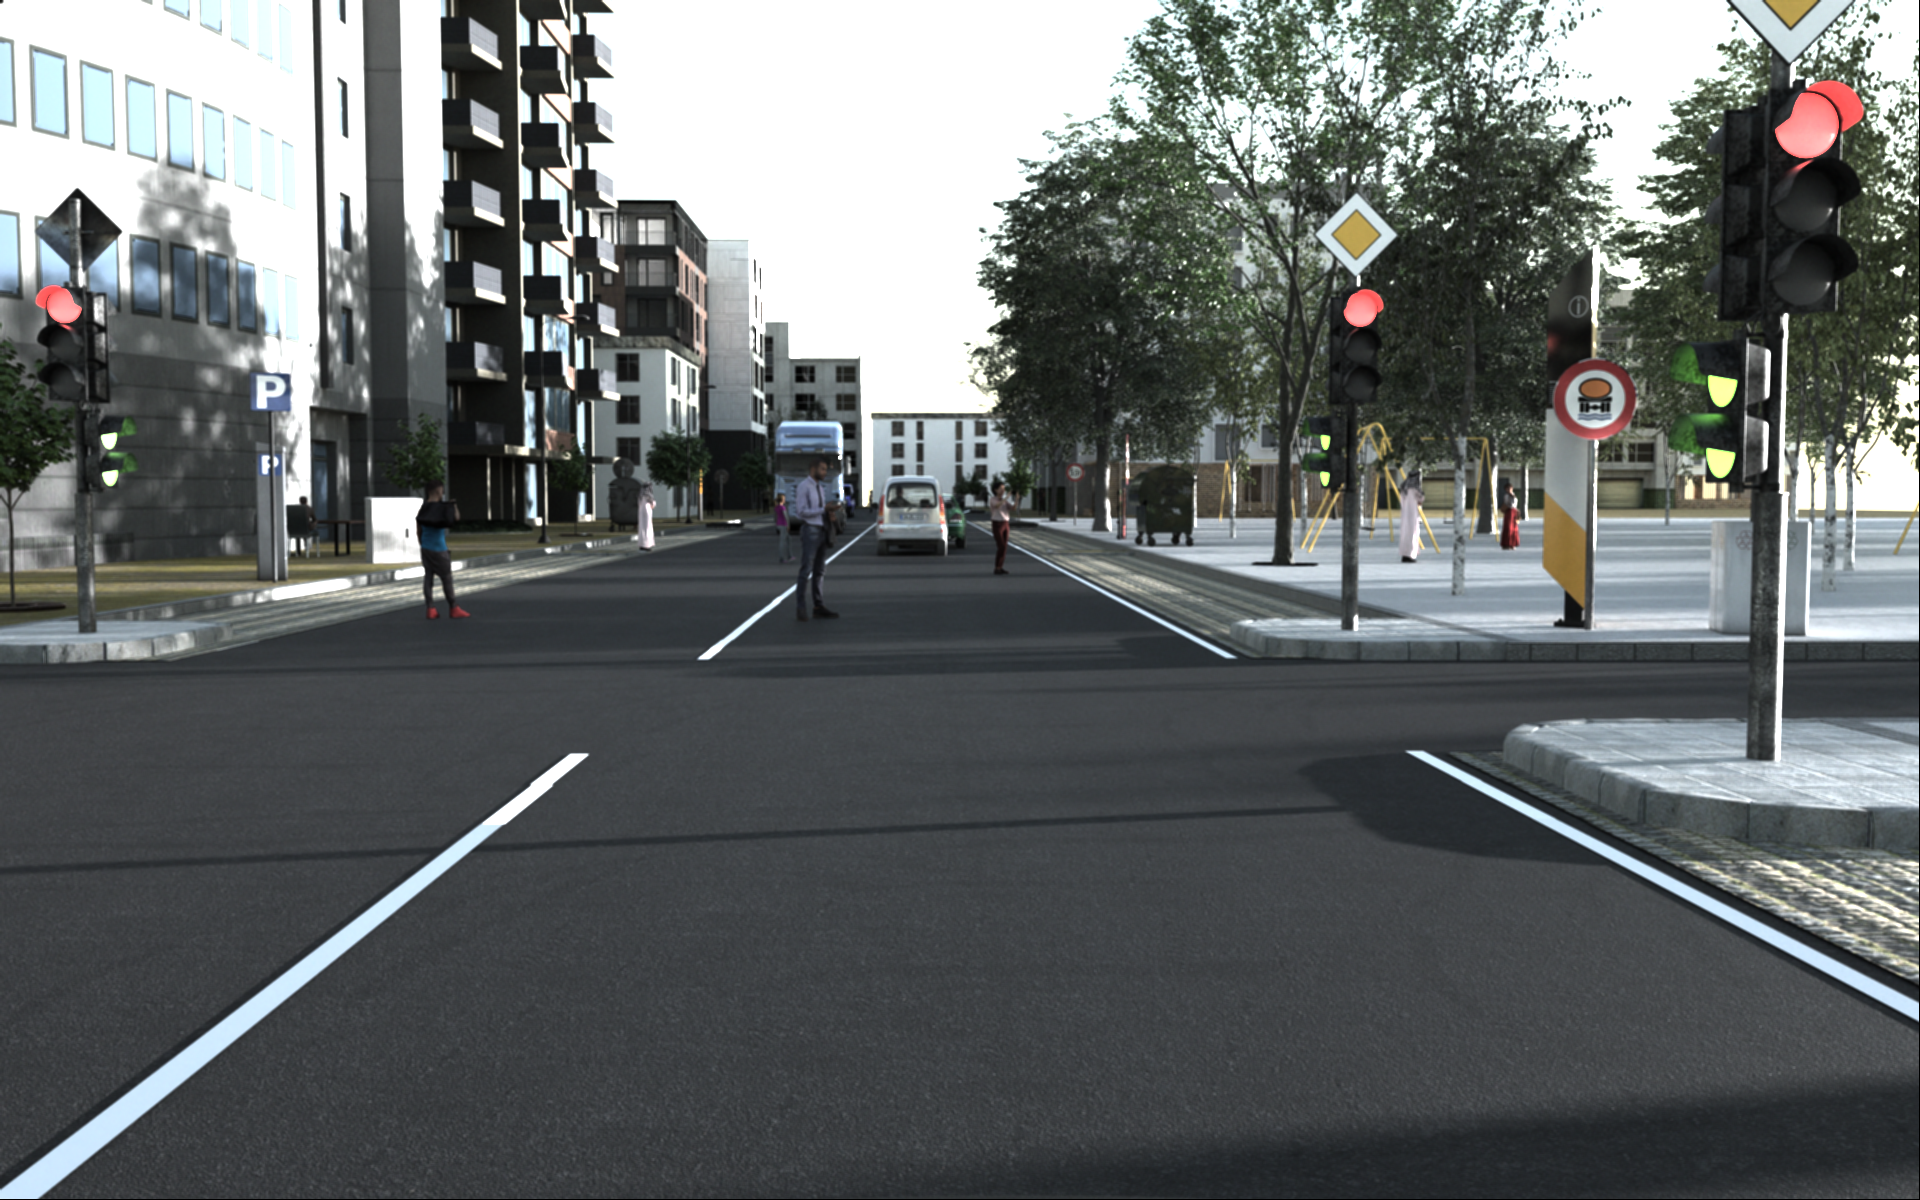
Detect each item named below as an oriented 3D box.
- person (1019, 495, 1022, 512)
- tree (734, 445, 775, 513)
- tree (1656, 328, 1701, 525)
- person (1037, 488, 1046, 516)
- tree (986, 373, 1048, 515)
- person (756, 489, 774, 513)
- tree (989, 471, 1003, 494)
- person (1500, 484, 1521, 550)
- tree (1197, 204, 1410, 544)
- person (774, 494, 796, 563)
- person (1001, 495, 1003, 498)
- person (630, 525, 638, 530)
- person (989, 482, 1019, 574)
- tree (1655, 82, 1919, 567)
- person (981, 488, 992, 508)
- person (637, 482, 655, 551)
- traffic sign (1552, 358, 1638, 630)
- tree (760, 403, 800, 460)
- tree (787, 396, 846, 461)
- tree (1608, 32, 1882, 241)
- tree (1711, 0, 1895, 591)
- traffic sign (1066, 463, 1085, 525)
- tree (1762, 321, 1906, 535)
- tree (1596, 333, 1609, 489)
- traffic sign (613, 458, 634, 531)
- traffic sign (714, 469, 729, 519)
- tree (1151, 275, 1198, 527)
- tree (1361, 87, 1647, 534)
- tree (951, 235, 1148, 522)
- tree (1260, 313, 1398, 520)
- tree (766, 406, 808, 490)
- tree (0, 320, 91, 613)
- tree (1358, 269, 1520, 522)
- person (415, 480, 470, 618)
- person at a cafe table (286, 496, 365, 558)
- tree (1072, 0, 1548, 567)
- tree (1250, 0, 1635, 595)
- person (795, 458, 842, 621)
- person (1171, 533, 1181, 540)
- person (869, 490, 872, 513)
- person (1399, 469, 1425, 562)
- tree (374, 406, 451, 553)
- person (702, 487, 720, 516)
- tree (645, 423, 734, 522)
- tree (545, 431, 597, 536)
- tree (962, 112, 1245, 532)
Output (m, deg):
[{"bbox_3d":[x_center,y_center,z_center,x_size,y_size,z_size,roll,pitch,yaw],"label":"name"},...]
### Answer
[{"bbox_3d":[4.273,-7.090,122.669,0.721,1.736,1.217,1,4,14],"label":"person"},{"bbox_3d":[-13.550,-8.081,115.846,4.285,4.588,4.351,0,3,0],"label":"tree"},{"bbox_3d":[29.521,-7.409,71.493,4.360,8.622,3.978,0,3,0],"label":"tree"},{"bbox_3d":[4.864,-5.863,103.366,0.415,1.643,0.593,3,5,43],"label":"person"},{"bbox_3d":[3.827,-9.535,106.262,4.360,8.622,3.978,0,3,0],"label":"tree"},{"bbox_3d":[-13.383,-6.934,119.428,1.348,1.823,0.705,-2,4,-24],"label":"person"},{"bbox_3d":[2.984,-9.129,143.868,1.663,3.219,1.824,0,3,0],"label":"tree"},{"bbox_3d":[12.699,-1.925,39.982,0.387,1.526,0.523,3,5,40],"label":"person"},{"bbox_3d":[8.860,-5.717,43.832,4.737,8.622,4.395,0,3,0],"label":"tree"},{"bbox_3d":[-3.599,-1.495,36.183,0.776,1.435,0.726,-3,4,-38],"label":"person"},{"bbox_3d":[3.619,-8.832,153.664,0.599,1.433,0.991,0,4,3],"label":"person"},{"bbox_3d":[-11.586,-3.330,62.198,0.444,1.614,0.593,-2,4,-28],"label":"person"},{"bbox_3d":[0.791,-1.292,31.091,0.517,1.644,0.566,0,4,-3],"label":"person"},{"bbox_3d":[16.451,-5.145,34.476,4.737,8.622,4.395,0,3,0],"label":"tree"},{"bbox_3d":[2.484,-9.567,162.598,1.348,1.807,0.705,2,4,32],"label":"person"},{"bbox_3d":[-7.809,-2.080,43.172,0.551,1.740,0.621,2,4,35],"label":"person"},{"bbox_3d":[5.954,-0.992,16.324,0.768,2.556,0.104,0,4,7],"label":"traffic sign"},{"bbox_3d":[-13.888,-11.427,137.187,4.360,8.622,3.978,0,3,0],"label":"tree"},{"bbox_3d":[-14.066,-14.038,163.929,7.601,10.594,8.767,0,4,3],"label":"tree"},{"bbox_3d":[19.800,-7.671,43.543,7.486,12.596,7.792,0,3,0],"label":"tree"},{"bbox_3d":[11.447,-4.405,22.377,4.737,8.622,4.395,0,3,0],"label":"tree"},{"bbox_3d":[4.731,-4.345,71.145,0.768,2.556,0.104,0,4,6],"label":"traffic sign"},{"bbox_3d":[26.504,-6.300,53.369,4.360,8.622,3.978,0,3,0],"label":"tree"},{"bbox_3d":[29.625,-7.934,80.087,4.737,8.622,4.395,0,3,0],"label":"tree"},{"bbox_3d":[-11.773,-3.699,60.587,0.768,2.556,0.104,0,4,6],"label":"traffic sign"},{"bbox_3d":[-12.238,-5.426,88.828,0.768,2.556,0.104,0,4,8],"label":"traffic sign"},{"bbox_3d":[8.212,-6.119,50.407,4.737,8.622,4.395,0,3,0],"label":"tree"},{"bbox_3d":[17.264,-9.146,56.187,9.857,13.997,8.962,0,3,0],"label":"tree"},{"bbox_3d":[4.508,-10.414,80.642,12.009,13.543,11.850,0,3,0],"label":"tree"},{"bbox_3d":[18.563,-9.335,87.032,7.601,10.594,8.767,1,4,21],"label":"tree"},{"bbox_3d":[-14.318,-11.861,144.289,4.737,8.622,4.395,0,3,0],"label":"tree"},{"bbox_3d":[-10.648,-1.502,19.167,1.663,3.219,1.824,0,3,0],"label":"tree"},{"bbox_3d":[20.542,-9.696,76.650,7.486,12.596,7.792,0,3,0],"label":"tree"},{"bbox_3d":[-5.976,-0.588,19.982,0.647,1.594,0.662,1,4,18],"label":"person"},{"bbox_3d":[-13.367,-1.517,35.664,1.698,1.238,1.726,0,4,-1],"label":"person at a cafe table"},{"bbox_3d":[6.001,-6.426,30.826,9.928,11.665,9.643,0,3,0],"label":"tree"},{"bbox_3d":[6.128,-4.376,21.904,4.360,8.622,3.978,0,3,0],"label":"tree"},{"bbox_3d":[-1.560,-0.698,19.789,0.599,1.838,0.709,1,4,23],"label":"person"},{"bbox_3d":[5.979,-2.411,47.670,0.499,1.552,0.429,2,4,29],"label":"person"},{"bbox_3d":[-6.979,-7.633,134.003,0.721,1.736,1.217,0,4,2],"label":"person"},{"bbox_3d":[8.486,-1.579,32.530,0.621,1.740,0.551,-3,5,-39],"label":"person"},{"bbox_3d":[-11.599,-2.639,37.741,1.663,3.219,1.824,0,3,0],"label":"tree"},{"bbox_3d":[-14.793,-5.879,102.881,1.217,1.735,0.721,1,4,19],"label":"person"},{"bbox_3d":[-13.066,-5.902,80.208,4.285,4.588,4.351,0,3,0],"label":"tree"},{"bbox_3d":[-11.768,-3.592,53.326,1.663,3.219,1.824,0,3,0],"label":"tree"},{"bbox_3d":[4.978,-9.322,59.069,9.857,13.997,8.962,0,3,0],"label":"tree"}]
